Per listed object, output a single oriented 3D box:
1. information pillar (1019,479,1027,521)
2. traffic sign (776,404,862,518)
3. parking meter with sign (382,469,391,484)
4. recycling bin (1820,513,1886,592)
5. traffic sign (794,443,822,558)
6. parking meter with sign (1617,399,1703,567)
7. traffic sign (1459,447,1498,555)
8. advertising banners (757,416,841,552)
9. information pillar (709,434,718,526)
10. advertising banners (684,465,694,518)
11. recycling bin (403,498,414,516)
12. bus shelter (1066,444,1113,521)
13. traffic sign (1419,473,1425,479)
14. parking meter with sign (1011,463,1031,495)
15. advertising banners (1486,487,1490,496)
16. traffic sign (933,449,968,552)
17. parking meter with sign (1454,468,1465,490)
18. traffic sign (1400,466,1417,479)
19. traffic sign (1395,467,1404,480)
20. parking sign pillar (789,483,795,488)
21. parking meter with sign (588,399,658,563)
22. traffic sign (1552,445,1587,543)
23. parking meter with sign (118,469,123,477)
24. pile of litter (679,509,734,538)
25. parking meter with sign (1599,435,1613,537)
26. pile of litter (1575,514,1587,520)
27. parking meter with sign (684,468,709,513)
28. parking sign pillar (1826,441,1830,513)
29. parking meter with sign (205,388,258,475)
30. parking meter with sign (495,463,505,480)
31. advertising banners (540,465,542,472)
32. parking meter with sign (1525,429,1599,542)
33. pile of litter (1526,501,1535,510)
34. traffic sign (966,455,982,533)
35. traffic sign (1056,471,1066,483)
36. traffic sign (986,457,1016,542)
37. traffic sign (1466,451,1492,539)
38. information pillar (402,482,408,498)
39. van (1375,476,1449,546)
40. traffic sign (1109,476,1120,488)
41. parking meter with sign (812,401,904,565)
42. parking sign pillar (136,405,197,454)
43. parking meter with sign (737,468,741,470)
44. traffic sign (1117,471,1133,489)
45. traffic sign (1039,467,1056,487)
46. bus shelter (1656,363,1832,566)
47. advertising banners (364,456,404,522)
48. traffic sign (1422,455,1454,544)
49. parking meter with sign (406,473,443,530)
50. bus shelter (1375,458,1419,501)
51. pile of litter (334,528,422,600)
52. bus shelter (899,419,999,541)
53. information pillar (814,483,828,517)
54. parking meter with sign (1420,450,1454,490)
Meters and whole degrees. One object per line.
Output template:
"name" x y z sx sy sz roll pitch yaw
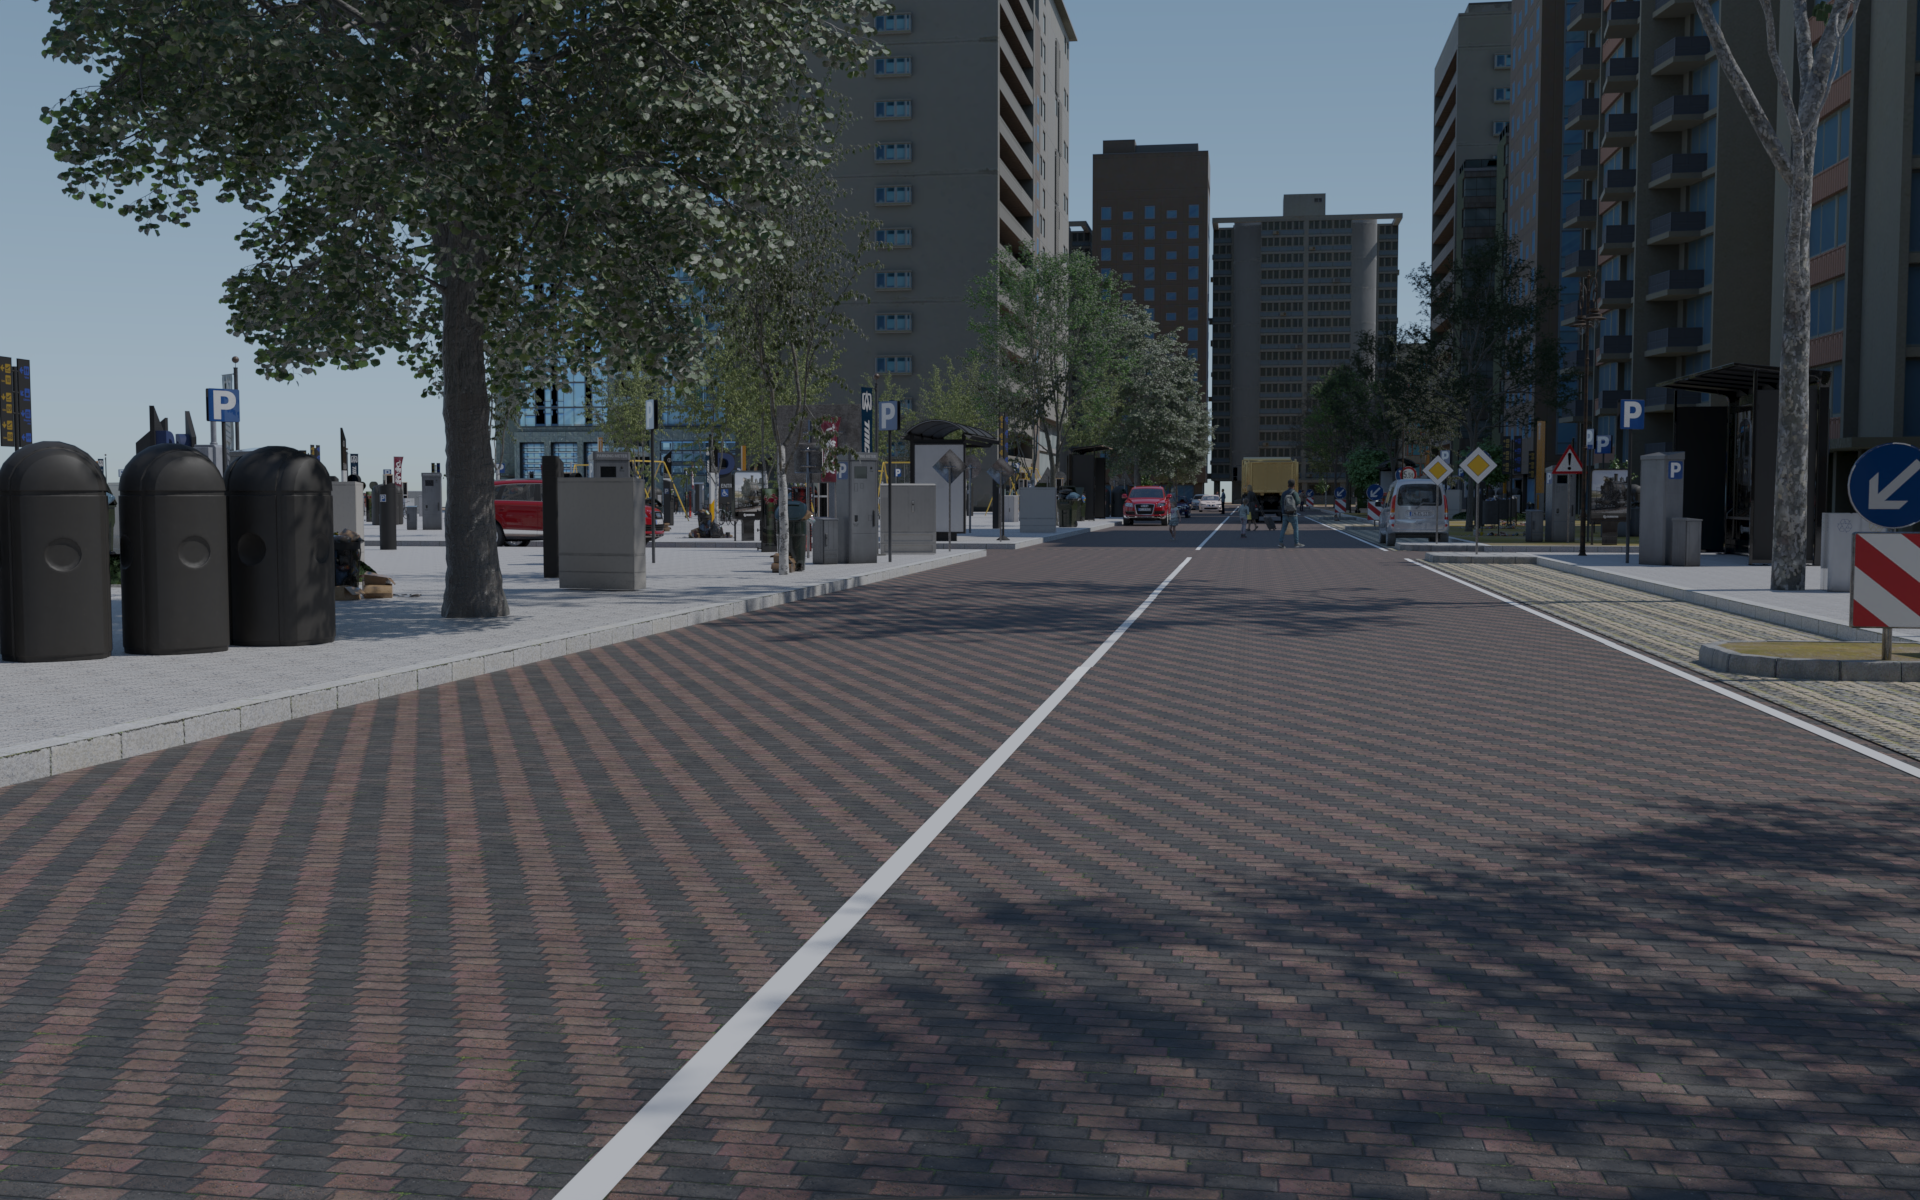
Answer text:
"information pillar" 3.033 -4.819 83.286 0.304 2.012 0.304 3 5 41
"traffic sign" -3.125 -2.784 39.390 2.265 3.308 0.079 1 4 17
"parking meter with sign" -40.506 -7.704 122.222 0.543 3.016 1.738 -2 4 -26
"recycling bin" 11.817 -0.631 22.870 0.722 1.027 0.722 1 4 18
"traffic sign" -3.032 -1.983 34.555 0.606 2.300 0.079 1 4 16
"parking meter with sign" 12.660 -2.141 31.267 0.543 3.016 1.738 -1 4 -20
"traffic sign" 10.959 -2.021 36.687 0.795 2.450 0.064 1 4 9
"advertising banners" -3.553 -2.587 38.478 2.074 3.025 0.090 -2 4 -31
"information pillar" -9.602 -4.655 67.459 0.183 3.616 0.504 2 4 27
"advertising banners" -14.482 -5.908 92.776 0.090 3.025 2.074 0 4 5
"recycling bin" -33.181 -5.576 103.723 0.722 1.027 0.722 2 4 34
"bus shelter" 6.405 -5.740 85.136 1.731 3.624 6.357 1 4 10
"traffic sign" 26.654 -6.094 99.636 0.884 2.594 0.081 1 4 18
"parking meter with sign" 3.633 -6.082 95.700 0.543 3.016 1.738 -3 5 -42
"advertising banners" 31.861 -6.655 104.999 0.090 3.025 2.074 0 4 0
"traffic sign" -0.226 -2.137 38.577 0.795 2.450 0.064 1 4 9
"parking meter with sign" 32.831 -7.302 115.649 1.738 3.016 0.543 -2 4 -27
"traffic sign" 20.670 -4.881 79.910 0.768 2.556 0.104 1 4 13
"traffic sign" 20.768 -4.955 81.127 0.768 2.556 0.104 1 4 15
"parking sign pillar" -11.482 -8.239 123.186 1.447 3.967 1.447 -2 4 -33
"parking meter with sign" -6.432 -2.167 31.690 1.738 3.016 0.543 -2 4 -25
"traffic sign" 15.976 -2.780 45.451 0.884 2.594 0.081 1 4 15
"parking meter with sign" -58.952 -7.617 120.799 0.543 3.016 1.738 1 4 11
"pile of litter" -7.420 -2.237 50.544 1.719 0.858 1.176 1 4 22
"parking meter with sign" 19.713 -3.395 51.767 1.738 3.016 0.543 -2 4 -35
"pile of litter" 31.279 -4.412 86.101 1.719 0.858 1.176 -1 4 -15
"parking meter with sign" -17.441 -7.292 115.490 1.738 3.016 0.543 1 4 9
"parking sign pillar" 25.636 -3.874 51.814 1.447 3.967 1.447 2 4 35
"parking meter with sign" -11.542 -1.954 28.208 1.738 3.016 0.543 3 4 38
"parking meter with sign" -25.862 -6.197 97.577 0.543 3.016 1.738 -1 4 -18
"advertising banners" -23.955 -6.540 103.113 2.074 3.025 0.090 0 4 4
"parking meter with sign" 16.043 -3.061 46.303 1.738 3.016 0.543 0 4 -8
"pile of litter" 33.936 -5.407 102.370 1.176 0.858 1.719 0 4 0
"traffic sign" 0.329 -3.479 56.987 0.768 2.556 0.104 1 4 19
"traffic sign" 5.615 -5.964 97.614 0.768 2.556 0.104 1 4 15
"traffic sign" 1.095 -2.618 46.453 0.795 2.450 0.064 1 4 9
"traffic sign" 14.919 -3.045 49.890 0.768 2.556 0.104 1 4 16
"information pillar" -34.034 -6.216 106.118 0.304 2.012 0.304 -2 4 -34
"van" 12.719 -2.546 48.640 2.013 2.044 4.112 1 4 9
"traffic sign" 10.706 -7.333 120.003 0.768 2.556 0.104 1 4 12
"parking meter with sign" -1.932 -2.185 31.992 1.738 3.016 0.543 -3 5 -42
"parking sign pillar" -24.556 -3.970 53.388 1.447 3.967 1.447 -1 4 -11
"parking meter with sign" -14.942 -7.307 115.733 0.543 3.016 1.738 -1 4 -14
"traffic sign" 9.270 -5.960 97.444 0.884 2.594 0.081 1 4 16
"traffic sign" 4.143 -5.009 81.908 0.884 2.594 0.081 1 4 17
"bus shelter" 15.178 -2.606 33.894 1.731 3.624 6.357 1 4 10
"advertising banners" -26.540 -5.117 79.848 0.090 3.025 2.074 3 5 40
"traffic sign" 12.280 -2.503 44.563 0.795 2.450 0.064 1 4 9
"parking meter with sign" -18.890 -4.015 61.904 1.738 3.016 0.543 -1 4 -13
"bus shelter" 24.939 -6.423 98.946 2.014 3.302 5.546 1 4 10
"pile of litter" -7.491 -0.450 21.325 1.719 0.858 1.176 -1 4 -17
"bus shelter" -0.195 -3.403 49.561 2.014 3.302 5.546 1 4 10
"information pillar" -3.807 -2.627 47.444 0.304 2.012 0.304 -2 4 -29
"parking meter with sign" 18.629 -4.431 68.704 1.738 3.016 0.543 -2 4 -27
